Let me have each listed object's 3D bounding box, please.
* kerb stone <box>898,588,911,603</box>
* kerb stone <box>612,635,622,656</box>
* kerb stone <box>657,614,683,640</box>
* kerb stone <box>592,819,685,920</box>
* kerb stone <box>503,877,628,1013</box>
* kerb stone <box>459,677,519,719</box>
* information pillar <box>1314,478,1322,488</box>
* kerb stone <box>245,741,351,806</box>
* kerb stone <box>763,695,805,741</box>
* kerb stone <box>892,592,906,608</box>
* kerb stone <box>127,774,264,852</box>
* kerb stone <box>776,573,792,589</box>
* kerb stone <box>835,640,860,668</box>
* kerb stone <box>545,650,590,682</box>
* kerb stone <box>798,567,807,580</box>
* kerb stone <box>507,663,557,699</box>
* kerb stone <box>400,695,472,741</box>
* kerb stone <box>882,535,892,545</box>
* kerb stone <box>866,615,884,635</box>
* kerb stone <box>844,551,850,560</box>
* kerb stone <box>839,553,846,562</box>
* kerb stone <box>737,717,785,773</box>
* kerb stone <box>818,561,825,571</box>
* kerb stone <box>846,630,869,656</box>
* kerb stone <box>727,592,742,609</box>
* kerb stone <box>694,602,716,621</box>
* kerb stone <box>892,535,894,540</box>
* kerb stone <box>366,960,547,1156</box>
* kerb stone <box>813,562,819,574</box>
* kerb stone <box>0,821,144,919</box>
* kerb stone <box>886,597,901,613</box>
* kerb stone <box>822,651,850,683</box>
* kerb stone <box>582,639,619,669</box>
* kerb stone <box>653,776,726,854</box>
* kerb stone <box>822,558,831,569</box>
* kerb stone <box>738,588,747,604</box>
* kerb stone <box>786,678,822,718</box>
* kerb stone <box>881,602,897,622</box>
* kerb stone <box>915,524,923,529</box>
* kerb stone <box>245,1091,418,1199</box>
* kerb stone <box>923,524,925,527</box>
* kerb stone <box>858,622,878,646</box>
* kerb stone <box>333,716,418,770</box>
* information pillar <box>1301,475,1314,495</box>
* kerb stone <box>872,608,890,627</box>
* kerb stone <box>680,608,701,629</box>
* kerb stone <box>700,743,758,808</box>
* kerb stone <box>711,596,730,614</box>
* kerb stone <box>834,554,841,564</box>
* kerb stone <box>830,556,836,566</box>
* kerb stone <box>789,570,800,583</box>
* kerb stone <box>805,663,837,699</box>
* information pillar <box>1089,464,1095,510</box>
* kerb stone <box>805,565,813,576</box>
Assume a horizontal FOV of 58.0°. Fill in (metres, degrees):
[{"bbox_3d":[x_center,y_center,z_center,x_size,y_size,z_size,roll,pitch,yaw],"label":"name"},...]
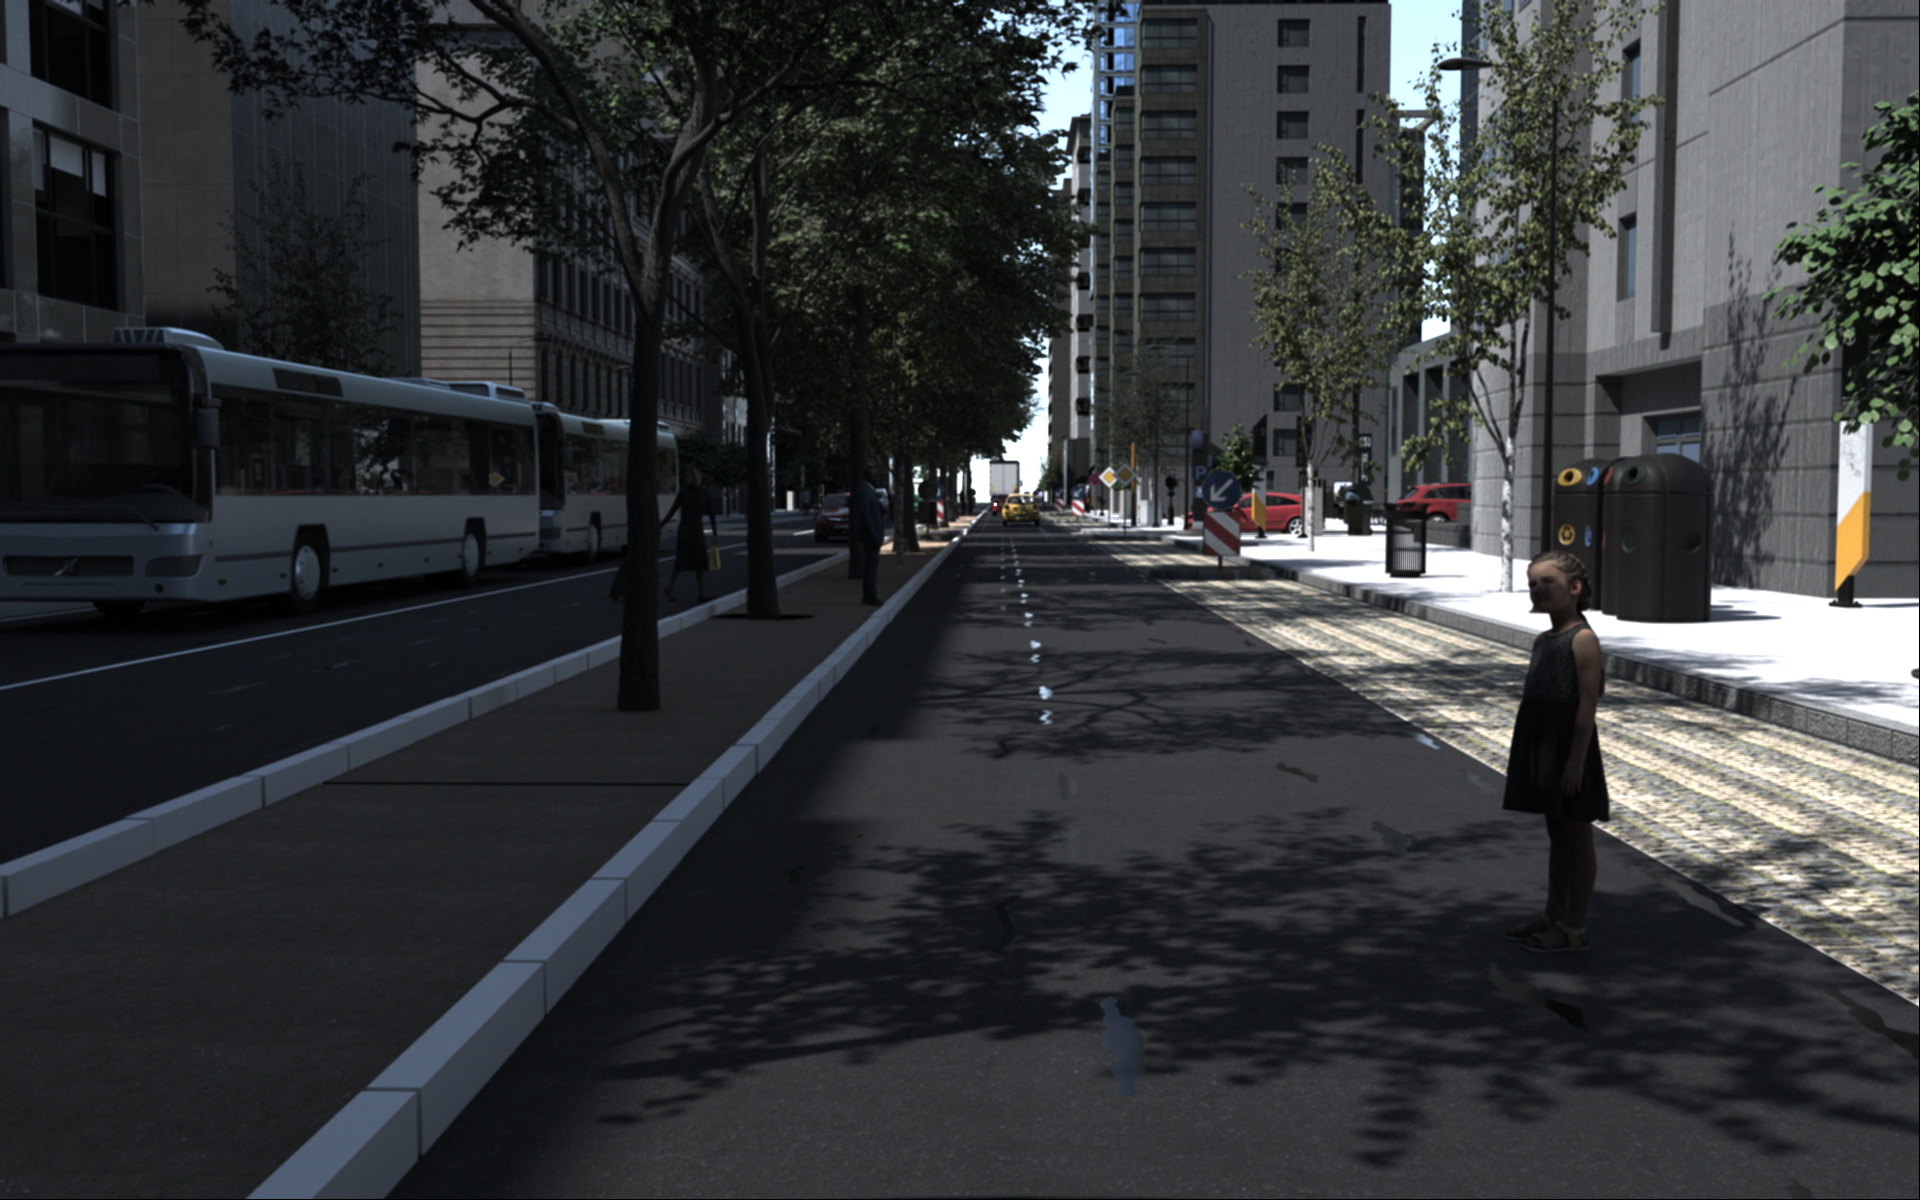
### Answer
[{"bbox_3d":[-0.769,-0.026,22.706,0.120,0.150,1.000,0,4,1],"label":"kerb stone"},{"bbox_3d":[-3.043,0.410,15.562,0.120,0.150,1.000,0,4,1],"label":"kerb stone"},{"bbox_3d":[-2.995,0.280,17.621,0.120,0.150,1.000,0,4,1],"label":"kerb stone"},{"bbox_3d":[-1.162,0.973,6.292,0.120,0.150,1.000,0,4,1],"label":"kerb stone"},{"bbox_3d":[-1.187,1.035,5.268,0.120,0.150,1.000,0,4,1],"label":"kerb stone"},{"bbox_3d":[-3.137,0.656,11.467,0.120,0.150,1.000,0,4,1],"label":"kerb stone"},{"bbox_3d":[16.474,-4.615,79.942,0.304,2.012,0.304,-2,4,-32],"label":"information pillar"},{"bbox_3d":[-3.213,0.845,8.393,0.120,0.150,1.000,0,4,1],"label":"kerb stone"},{"bbox_3d":[-1.065,0.721,10.399,0.120,0.150,1.000,0,4,1],"label":"kerb stone"},{"bbox_3d":[-0.793,0.032,21.684,0.120,0.150,1.000,0,4,1],"label":"kerb stone"},{"bbox_3d":[-3.242,0.907,7.364,0.120,0.150,1.000,0,4,1],"label":"kerb stone"},{"bbox_3d":[-2.770,-0.284,26.838,0.120,0.150,1.000,0,4,1],"label":"kerb stone"},{"bbox_3d":[-0.959,0.471,14.501,0.120,0.150,1.000,0,4,1],"label":"kerb stone"},{"bbox_3d":[-3.089,0.531,13.518,0.120,0.150,1.000,0,4,1],"label":"kerb stone"},{"bbox_3d":[-2.709,-0.410,28.897,0.120,0.150,1.000,0,4,1],"label":"kerb stone"},{"bbox_3d":[-3.114,0.594,12.489,0.120,0.150,1.000,0,4,1],"label":"kerb stone"},{"bbox_3d":[-3.175,0.719,10.445,0.120,0.150,1.000,0,4,1],"label":"kerb stone"},{"bbox_3d":[-2.174,-1.790,51.463,0.120,0.150,1.000,0,4,1],"label":"kerb stone"},{"bbox_3d":[-0.889,0.289,17.581,0.120,0.150,1.000,0,4,1],"label":"kerb stone"},{"bbox_3d":[-2.518,-0.912,37.114,0.120,0.150,1.000,0,4,1],"label":"kerb stone"},{"bbox_3d":[-2.544,-0.850,36.092,0.120,0.150,1.000,0,4,1],"label":"kerb stone"},{"bbox_3d":[-1.083,0.784,9.377,0.120,0.150,1.000,0,4,1],"label":"kerb stone"},{"bbox_3d":[-2.645,-0.587,31.984,0.120,0.150,1.000,0,4,1],"label":"kerb stone"},{"bbox_3d":[-0.937,0.408,15.530,0.120,0.150,1.000,0,4,1],"label":"kerb stone"},{"bbox_3d":[-2.899,0.030,21.720,0.120,0.150,1.000,0,4,1],"label":"kerb stone"},{"bbox_3d":[-2.943,0.155,19.671,0.120,0.150,1.000,0,4,1],"label":"kerb stone"},{"bbox_3d":[-2.149,-1.853,52.487,0.120,0.150,1.000,0,4,1],"label":"kerb stone"},{"bbox_3d":[-1.211,1.098,4.246,0.120,0.150,1.000,0,4,1],"label":"kerb stone"},{"bbox_3d":[-2.672,-0.535,30.953,0.120,0.150,1.000,0,4,1],"label":"kerb stone"},{"bbox_3d":[-3.256,0.973,6.339,0.120,0.150,1.000,0,4,1],"label":"kerb stone"},{"bbox_3d":[-0.820,0.094,20.662,0.120,0.150,1.000,0,4,1],"label":"kerb stone"},{"bbox_3d":[-0.981,0.534,13.472,0.120,0.150,1.000,0,4,1],"label":"kerb stone"},{"bbox_3d":[-3.056,0.468,14.539,0.120,0.150,1.000,0,4,1],"label":"kerb stone"},{"bbox_3d":[-1.141,0.910,7.317,0.120,0.150,1.000,0,4,1],"label":"kerb stone"},{"bbox_3d":[-2.620,-0.662,33.014,0.120,0.150,1.000,0,4,1],"label":"kerb stone"},{"bbox_3d":[-2.868,-0.033,22.742,0.120,0.150,1.000,0,4,1],"label":"kerb stone"},{"bbox_3d":[-1.043,0.659,11.424,0.120,0.150,1.000,0,4,1],"label":"kerb stone"},{"bbox_3d":[-0.835,0.160,19.640,0.120,0.150,1.000,0,4,1],"label":"kerb stone"},{"bbox_3d":[-1.693,-3.014,71.476,0.120,0.150,1.000,0,4,1],"label":"kerb stone"},{"bbox_3d":[-1.238,1.160,3.224,0.120,0.150,1.000,0,4,1],"label":"kerb stone"},{"bbox_3d":[-1.665,-3.077,72.509,0.120,0.150,1.000,0,4,1],"label":"kerb stone"},{"bbox_3d":[-0.905,0.345,16.556,0.120,0.150,1.000,0,4,1],"label":"kerb stone"},{"bbox_3d":[-3.191,0.782,9.415,0.120,0.150,1.000,0,4,1],"label":"kerb stone"},{"bbox_3d":[13.639,-3.898,68.230,0.304,2.012,0.304,-1,4,-15],"label":"information pillar"},{"bbox_3d":[-0.870,0.219,18.618,0.120,0.150,1.000,0,4,1],"label":"kerb stone"},{"bbox_3d":[-2.965,0.223,18.647,0.120,0.150,1.000,0,4,1],"label":"kerb stone"},{"bbox_3d":[-1.117,0.850,8.349,0.120,0.150,1.000,0,4,1],"label":"kerb stone"},{"bbox_3d":[-2.915,0.092,20.696,0.120,0.150,1.000,0,4,1],"label":"kerb stone"},{"bbox_3d":[-2.568,-0.784,35.070,0.120,0.150,1.000,0,4,1],"label":"kerb stone"},{"bbox_3d":[-2.596,-0.721,34.036,0.120,0.150,1.000,0,4,1],"label":"kerb stone"},{"bbox_3d":[-2.740,-0.347,27.875,0.120,0.150,1.000,0,4,1],"label":"kerb stone"},{"bbox_3d":[-1.014,0.596,12.447,0.120,0.150,1.000,0,4,1],"label":"kerb stone"},{"bbox_3d":[10.370,-8.863,136.269,0.504,3.616,0.183,-2,4,-29],"label":"information pillar"},{"bbox_3d":[-2.693,-0.469,29.926,0.120,0.150,1.000,0,4,1],"label":"kerb stone"}]
